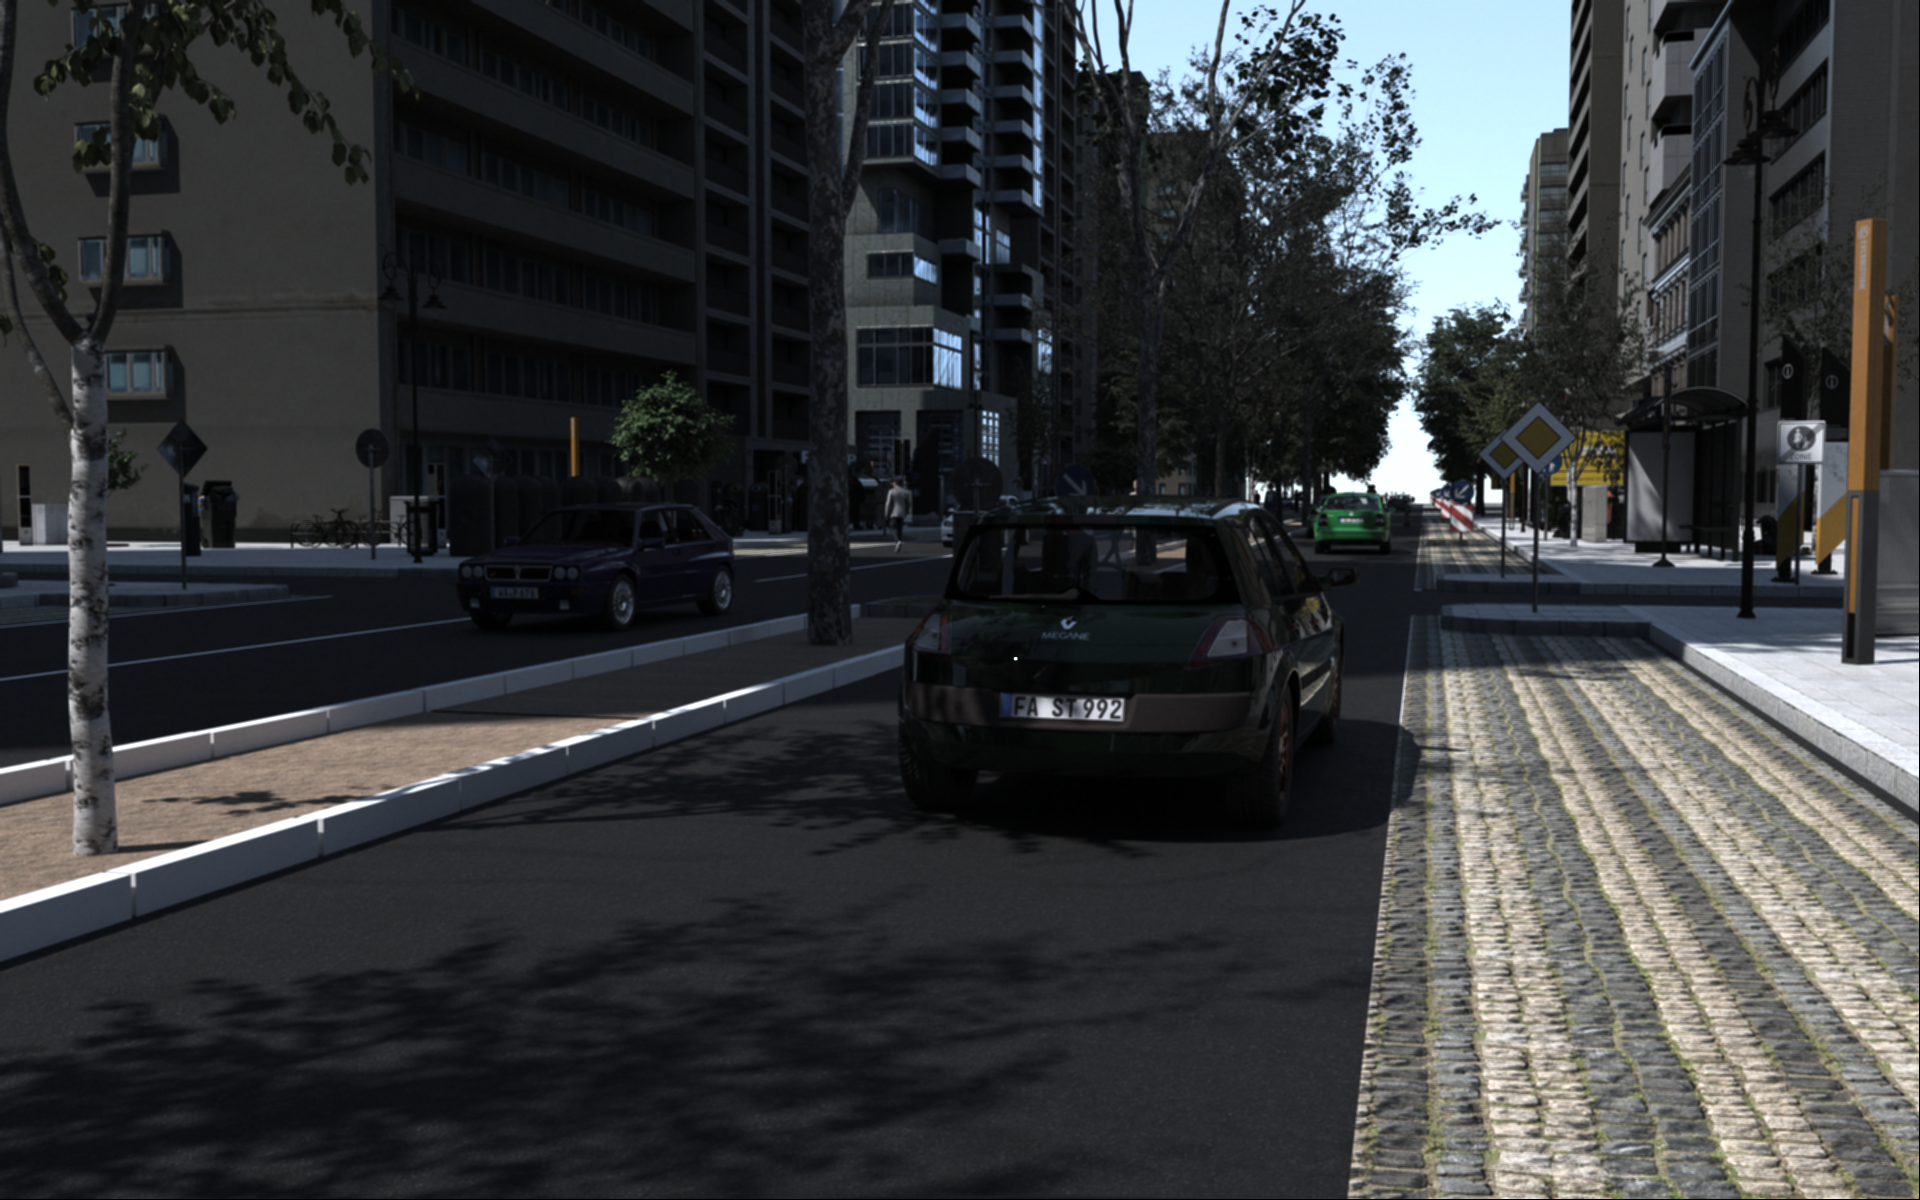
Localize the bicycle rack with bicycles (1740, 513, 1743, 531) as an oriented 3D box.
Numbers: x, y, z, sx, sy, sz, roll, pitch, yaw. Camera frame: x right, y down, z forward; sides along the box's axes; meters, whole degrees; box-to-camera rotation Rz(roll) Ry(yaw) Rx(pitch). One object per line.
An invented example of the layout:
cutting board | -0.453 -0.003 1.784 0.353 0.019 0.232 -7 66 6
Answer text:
bicycle rack with bicycles | 26.114 -2.898 60.759 2.852 0.926 2.925 -1 4 -20

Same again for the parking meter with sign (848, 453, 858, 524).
parking meter with sign | -4.609 -4.813 74.951 0.543 3.016 1.738 0 4 2

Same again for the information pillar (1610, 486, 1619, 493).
information pillar | 31.658 -4.854 83.849 0.304 2.012 0.304 -1 4 -13

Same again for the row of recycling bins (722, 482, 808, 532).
row of recycling bins | -6.551 -3.223 59.814 3.534 1.692 1.069 1 4 14

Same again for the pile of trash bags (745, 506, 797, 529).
pile of trash bags | -6.849 -3.333 64.246 1.912 1.369 3.447 3 4 38

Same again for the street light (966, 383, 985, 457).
street light | 0.654 -6.077 72.139 0.468 5.910 1.993 1 4 15

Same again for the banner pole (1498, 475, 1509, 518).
banner pole | 28.804 -6.215 91.631 0.863 3.779 0.401 -1 4 -15

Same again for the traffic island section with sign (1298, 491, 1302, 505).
traffic island section with sign | 45.962 -13.748 233.413 1.989 1.847 2.006 1 4 15

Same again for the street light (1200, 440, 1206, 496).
street light | 20.413 -10.568 145.568 0.468 5.910 1.993 1 4 15

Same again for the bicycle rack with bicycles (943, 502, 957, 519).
bicycle rack with bicycles | -1.173 -4.198 82.016 2.852 0.926 2.925 2 4 23

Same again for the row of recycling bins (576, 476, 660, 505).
row of recycling bins | -8.118 -2.047 40.579 1.069 1.692 3.534 1 4 21

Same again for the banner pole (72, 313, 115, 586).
banner pole | -12.002 -2.068 23.834 0.401 3.779 0.863 0 4 -4

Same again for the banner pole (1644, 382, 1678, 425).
banner pole | 15.781 -2.993 38.945 0.863 3.779 0.401 2 4 29

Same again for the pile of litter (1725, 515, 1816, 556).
pile of litter | 17.146 -1.384 36.598 1.176 0.858 1.719 -3 5 -40

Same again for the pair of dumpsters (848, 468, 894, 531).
pair of dumpsters | -3.481 -3.649 62.151 1.574 2.255 4.437 1 4 15

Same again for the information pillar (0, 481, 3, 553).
information pillar | -20.975 -2.021 37.538 0.304 2.012 0.304 -3 5 -39

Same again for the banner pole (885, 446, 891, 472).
banner pole | -3.707 -6.062 89.134 0.401 3.779 0.863 -2 4 -28

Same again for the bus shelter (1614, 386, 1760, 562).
bus shelter | 14.591 -2.521 35.139 2.014 3.302 5.546 1 4 15

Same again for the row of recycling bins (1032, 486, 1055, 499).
row of recycling bins | 4.559 -5.126 90.918 1.069 1.692 3.534 -1 4 -13

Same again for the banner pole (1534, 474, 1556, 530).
banner pole | 21.089 -4.428 62.414 0.863 3.779 0.401 -1 4 -8

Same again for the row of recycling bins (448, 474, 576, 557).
row of recycling bins | -9.637 -1.826 36.971 1.069 1.692 3.534 1 4 18

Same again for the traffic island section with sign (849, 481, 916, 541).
traffic island section with sign | -2.424 -2.721 53.113 1.989 1.847 2.006 1 4 15

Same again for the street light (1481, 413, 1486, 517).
street light | 29.672 -7.666 98.132 0.468 5.910 1.993 1 4 15

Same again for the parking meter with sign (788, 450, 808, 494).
parking meter with sign | -6.535 -4.468 69.316 0.543 3.016 1.738 -2 4 -32

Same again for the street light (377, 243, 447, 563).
street light | -10.120 -3.631 32.159 0.468 5.910 1.993 1 4 15

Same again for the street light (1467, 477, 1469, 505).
street light | 38.670 -9.716 131.639 0.468 5.910 1.993 1 4 15

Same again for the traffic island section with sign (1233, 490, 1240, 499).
traffic island section with sign | 24.555 -8.872 153.681 1.989 1.847 2.006 1 4 15

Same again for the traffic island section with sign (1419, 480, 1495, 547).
traffic island section with sign | 13.744 -2.402 47.897 1.989 1.847 2.006 1 4 15

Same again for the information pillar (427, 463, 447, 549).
information pillar | -12.350 -2.226 40.892 0.304 2.012 0.304 2 4 32

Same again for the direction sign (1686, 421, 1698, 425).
direction sign | 22.140 -3.691 52.353 0.379 3.537 0.876 0 4 -3

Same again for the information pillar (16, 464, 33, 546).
information pillar | -23.304 -2.365 43.164 0.304 2.012 0.304 -2 4 -31

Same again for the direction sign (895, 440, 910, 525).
direction sign | -2.402 -4.908 72.242 0.876 3.537 0.379 3 5 42

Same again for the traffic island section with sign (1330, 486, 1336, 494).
traffic island section with sign | 21.449 -5.646 100.448 2.006 1.907 1.989 1 4 15

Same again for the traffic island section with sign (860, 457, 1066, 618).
traffic island section with sign | 0.048 -0.769 20.714 2.006 1.907 1.989 1 4 15

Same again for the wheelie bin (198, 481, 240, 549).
wheelie bin | -17.467 -2.018 40.904 0.693 1.594 0.980 3 5 41

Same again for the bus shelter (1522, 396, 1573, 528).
bus shelter | 23.252 -5.557 68.482 2.179 5.291 8.768 1 4 15

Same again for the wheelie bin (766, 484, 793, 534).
wheelie bin | -5.828 -2.956 56.242 0.980 1.594 0.693 1 4 17

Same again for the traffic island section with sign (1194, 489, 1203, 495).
traffic island section with sign | 17.565 -7.276 127.585 1.989 1.847 2.006 1 4 15

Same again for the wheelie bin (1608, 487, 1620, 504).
wheelie bin | 31.124 -4.586 82.884 0.693 1.594 0.980 -1 4 -17

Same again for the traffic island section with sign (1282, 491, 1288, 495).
traffic island section with sign | 38.987 -12.156 207.372 1.989 1.847 2.006 1 4 15

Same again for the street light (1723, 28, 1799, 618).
street light | 8.166 -2.753 17.806 0.468 5.910 1.993 1 4 15

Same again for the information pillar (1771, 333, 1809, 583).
information pillar | 12.037 -2.062 25.064 0.183 3.616 0.504 -1 4 -12

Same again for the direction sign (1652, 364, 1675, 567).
direction sign | 12.440 -2.356 30.518 0.379 3.537 0.876 2 4 28

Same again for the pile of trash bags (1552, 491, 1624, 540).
pile of trash bags | 18.116 -2.424 49.381 1.912 1.369 3.447 1 4 9

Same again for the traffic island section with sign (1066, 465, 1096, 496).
traffic island section with sign | 1.978 -1.207 27.867 2.006 1.907 1.989 1 4 15

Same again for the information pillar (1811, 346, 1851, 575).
information pillar | 13.888 -2.215 27.573 0.504 3.616 0.183 -1 4 -11

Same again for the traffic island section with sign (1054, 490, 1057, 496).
traffic island section with sign | 4.562 -4.313 79.150 1.989 1.847 2.006 1 4 15

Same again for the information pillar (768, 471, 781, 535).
information pillar | -5.836 -3.064 54.594 0.304 2.012 0.304 2 4 24

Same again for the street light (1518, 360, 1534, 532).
street light | 18.944 -5.218 58.100 0.468 5.910 1.993 1 4 15

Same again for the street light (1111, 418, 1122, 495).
street light | 9.527 -8.122 105.578 0.468 5.910 1.993 1 4 15

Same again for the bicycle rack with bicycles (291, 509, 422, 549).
bicycle rack with bicycles | -14.917 -1.746 41.928 2.925 0.926 2.852 1 4 16
